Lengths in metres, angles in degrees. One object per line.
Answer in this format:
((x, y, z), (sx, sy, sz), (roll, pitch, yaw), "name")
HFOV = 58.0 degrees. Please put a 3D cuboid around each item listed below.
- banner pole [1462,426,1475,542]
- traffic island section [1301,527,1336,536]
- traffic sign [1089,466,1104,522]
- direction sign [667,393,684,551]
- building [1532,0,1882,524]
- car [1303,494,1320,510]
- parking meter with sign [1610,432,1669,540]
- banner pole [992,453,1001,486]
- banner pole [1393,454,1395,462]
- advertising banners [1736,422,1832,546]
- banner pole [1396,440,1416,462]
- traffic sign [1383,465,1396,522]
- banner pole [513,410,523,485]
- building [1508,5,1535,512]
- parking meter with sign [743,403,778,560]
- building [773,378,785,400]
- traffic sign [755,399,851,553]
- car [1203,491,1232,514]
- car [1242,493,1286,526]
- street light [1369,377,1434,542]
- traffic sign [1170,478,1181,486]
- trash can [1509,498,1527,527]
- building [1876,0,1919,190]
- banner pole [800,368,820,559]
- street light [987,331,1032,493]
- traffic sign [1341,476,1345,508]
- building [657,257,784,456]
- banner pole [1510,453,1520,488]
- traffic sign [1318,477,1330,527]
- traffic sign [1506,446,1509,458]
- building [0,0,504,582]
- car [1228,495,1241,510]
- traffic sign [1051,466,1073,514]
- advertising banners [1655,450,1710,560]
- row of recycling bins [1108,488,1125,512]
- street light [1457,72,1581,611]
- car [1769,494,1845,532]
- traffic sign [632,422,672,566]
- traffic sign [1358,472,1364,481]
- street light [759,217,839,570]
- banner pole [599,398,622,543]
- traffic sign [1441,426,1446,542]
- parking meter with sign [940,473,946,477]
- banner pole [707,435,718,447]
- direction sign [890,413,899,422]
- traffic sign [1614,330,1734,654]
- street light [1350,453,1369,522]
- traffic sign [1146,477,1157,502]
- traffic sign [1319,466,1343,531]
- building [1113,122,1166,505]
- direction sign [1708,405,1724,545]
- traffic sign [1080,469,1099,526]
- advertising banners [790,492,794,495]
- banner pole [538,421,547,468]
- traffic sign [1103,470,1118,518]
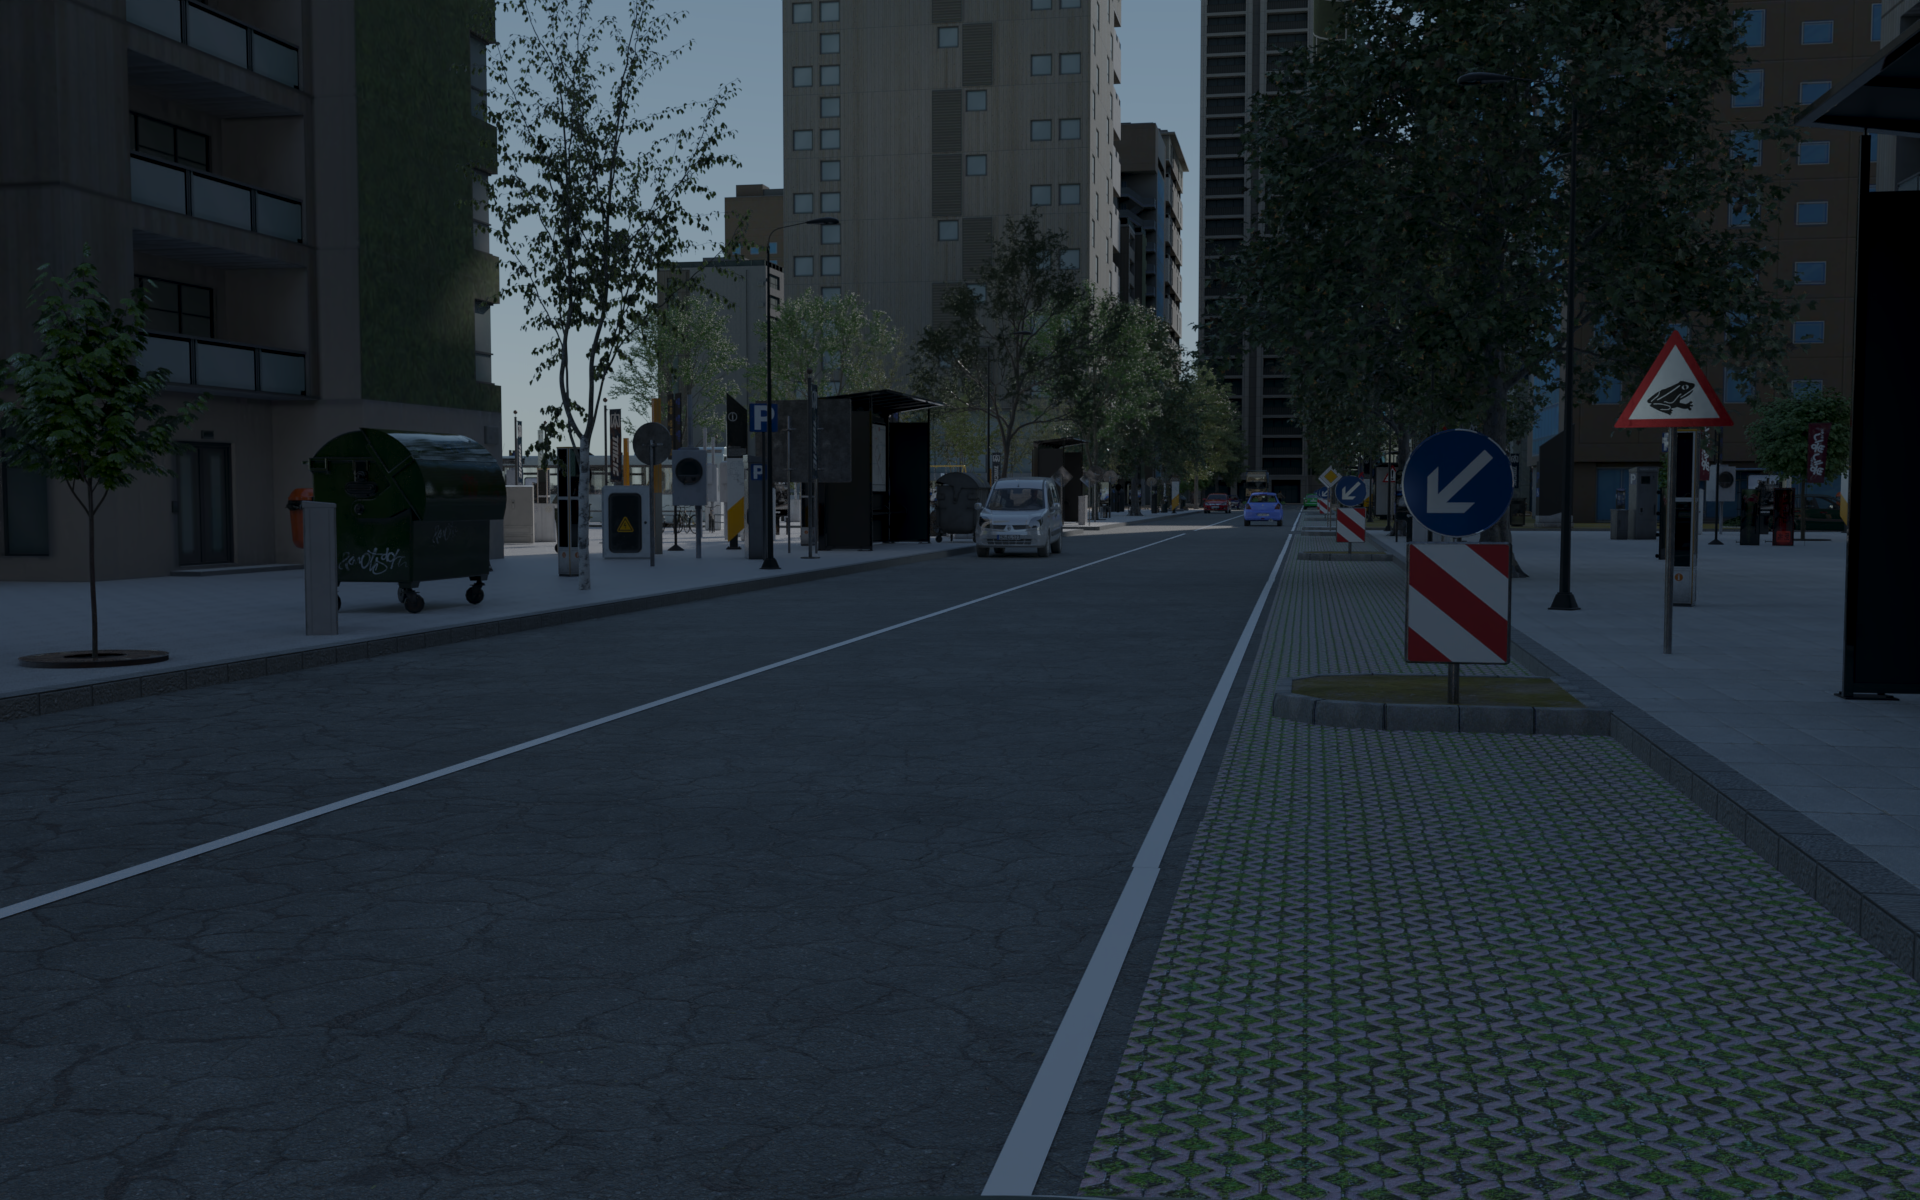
((13.676, -3.463, 46.634), (0.863, 3.779, 0.401), (-1, 4, -19), "banner pole")
((12.865, -2.312, 60.080), (2.009, 0.180, 2.903), (1, 4, 11), "traffic island section")
((6.121, -4.794, 78.494), (0.768, 2.556, 0.104), (1, 4, 18), "traffic sign")
((-6.437, -2.883, 39.131), (0.379, 3.537, 0.876), (-2, 4, -28), "direction sign")
((34.780, -26.294, 80.023), (14.200, 45.320, 14.600), (1, 4, 11), "building")
((32.244, -9.113, 157.799), (1.959, 1.807, 4.718), (1, 4, 13), "car")
((19.233, -3.214, 48.808), (1.738, 3.016, 0.543), (-1, 4, -13), "parking meter with sign")
((1.775, -6.227, 91.834), (0.863, 3.779, 0.401), (1, 4, 14), "banner pole")
((25.257, -6.737, 100.175), (0.863, 3.779, 0.401), (-1, 4, -22), "banner pole")
((20.338, -2.850, 42.781), (2.074, 3.025, 0.090), (2, 4, 30), "advertising banners")
((15.248, -4.200, 58.683), (0.401, 3.779, 0.863), (-1, 4, -21), "banner pole")
((19.518, -4.782, 78.195), (0.884, 2.594, 0.081), (1, 4, 20), "traffic sign")
((-13.224, -3.785, 51.901), (0.401, 3.779, 0.863), (0, 4, 3), "banner pole")
((45.301, -49.080, 115.136), (22.319, 86.520, 31.000), (1, 4, 11), "building")
((-3.997, -2.321, 34.207), (0.543, 3.016, 1.738), (-1, 4, -15), "parking meter with sign")
((-6.317, -54.589, 205.197), (31.000, 86.520, 22.319), (1, 4, 11), "building")
((-3.402, -2.661, 37.380), (2.265, 3.308, 0.079), (1, 4, 20), "traffic sign")
((19.167, -7.325, 128.804), (2.155, 1.783, 4.494), (1, 4, 13), "car")
((13.735, -4.203, 78.308), (1.945, 1.707, 3.694), (1, 4, 11), "car")
((10.196, -4.093, 39.467), (1.470, 5.913, 1.316), (1, 4, 11), "street light")
((15.462, -7.611, 124.547), (0.768, 2.556, 0.104), (1, 4, 13), "traffic sign")
((21.927, -3.456, 68.151), (0.748, 1.137, 0.748), (0, 3, 0), "trash can")
((27.898, -21.590, 36.592), (14.154, 41.232, 14.086), (1, 4, 11), "building")
((-2.941, -2.729, 34.635), (0.401, 3.779, 0.863), (1, 4, 10), "banner pole")
((1.346, -4.708, 49.509), (1.470, 5.913, 1.316), (1, 4, 11), "street light")
((27.236, -7.494, 122.630), (0.768, 2.556, 0.104), (1, 4, 16), "traffic sign")
((-28.538, -27.118, 215.087), (14.107, 30.474, 14.160), (1, 4, 11), "building")
((29.844, -6.345, 93.752), (0.863, 3.779, 0.401), (1, 4, 11), "banner pole")
((14.415, -3.926, 67.836), (0.795, 2.450, 0.064), (1, 4, 11), "traffic sign")
((12.262, -2.438, 39.969), (0.768, 2.556, 0.104), (1, 4, 19), "traffic sign")
((-17.300, -21.057, 27.884), (14.154, 41.232, 14.086), (1, 4, 11), "building")
((24.604, -8.854, 157.345), (1.945, 1.354, 3.894), (1, 4, 11), "car")
((3.634, -3.562, 61.873), (0.795, 2.450, 0.064), (1, 4, 11), "traffic sign")
((14.353, -2.327, 34.234), (2.074, 3.025, 0.090), (-3, 5, -39), "advertising banners")
((10.925, -7.191, 124.690), (1.069, 1.692, 3.534), (2, 4, 26), "row of recycling bins")
((6.180, -2.851, 19.163), (1.470, 5.913, 1.316), (1, 4, 11), "street light")
((30.144, -3.110, 60.638), (4.222, 1.686, 2.009), (1, 4, 13), "car")
((-5.456, -1.868, 30.650), (0.768, 2.556, 0.104), (1, 4, 16), "traffic sign")
((22.671, -5.925, 96.980), (0.768, 2.556, 0.104), (1, 4, 13), "traffic sign")
((-2.711, -3.472, 29.300), (1.470, 5.913, 1.316), (1, 4, 11), "street light")
((-9.014, -3.353, 44.846), (0.863, 3.779, 0.401), (3, 5, 39), "banner pole")
((9.326, -2.043, 33.399), (0.884, 2.594, 0.081), (1, 4, 20), "traffic sign")
((-0.824, -9.028, 143.874), (0.543, 3.016, 1.738), (3, 5, 44), "parking meter with sign")
((-10.551, -5.139, 74.038), (0.863, 3.779, 0.401), (3, 5, 42), "banner pole")
((-1.804, -3.312, 46.147), (0.379, 3.537, 0.876), (-2, 4, -25), "direction sign")
((5.686, -0.847, 13.846), (0.884, 2.594, 0.081), (1, 4, 17), "traffic sign")
((14.258, -5.329, 59.675), (1.470, 5.913, 1.316), (1, 4, 11), "street light")
((14.292, -7.905, 129.347), (0.768, 2.556, 0.104), (1, 4, 13), "traffic sign")
((12.840, -3.447, 60.007), (0.795, 2.450, 0.064), (1, 4, 11), "traffic sign")
((16.665, -34.006, 206.107), (14.200, 45.320, 14.600), (1, 4, 11), "building")
((19.182, -3.171, 43.842), (0.379, 3.537, 0.876), (2, 4, 34), "direction sign")
((5.209, -4.040, 69.702), (0.795, 2.450, 0.064), (1, 4, 11), "traffic sign")
((-13.433, -8.406, 133.620), (0.090, 3.025, 2.074), (2, 4, 35), "advertising banners")
((-14.267, -4.237, 59.285), (0.401, 3.779, 0.863), (-3, 4, -38), "banner pole")
((8.052, -5.672, 92.839), (0.768, 2.556, 0.104), (1, 4, 12), "traffic sign")
